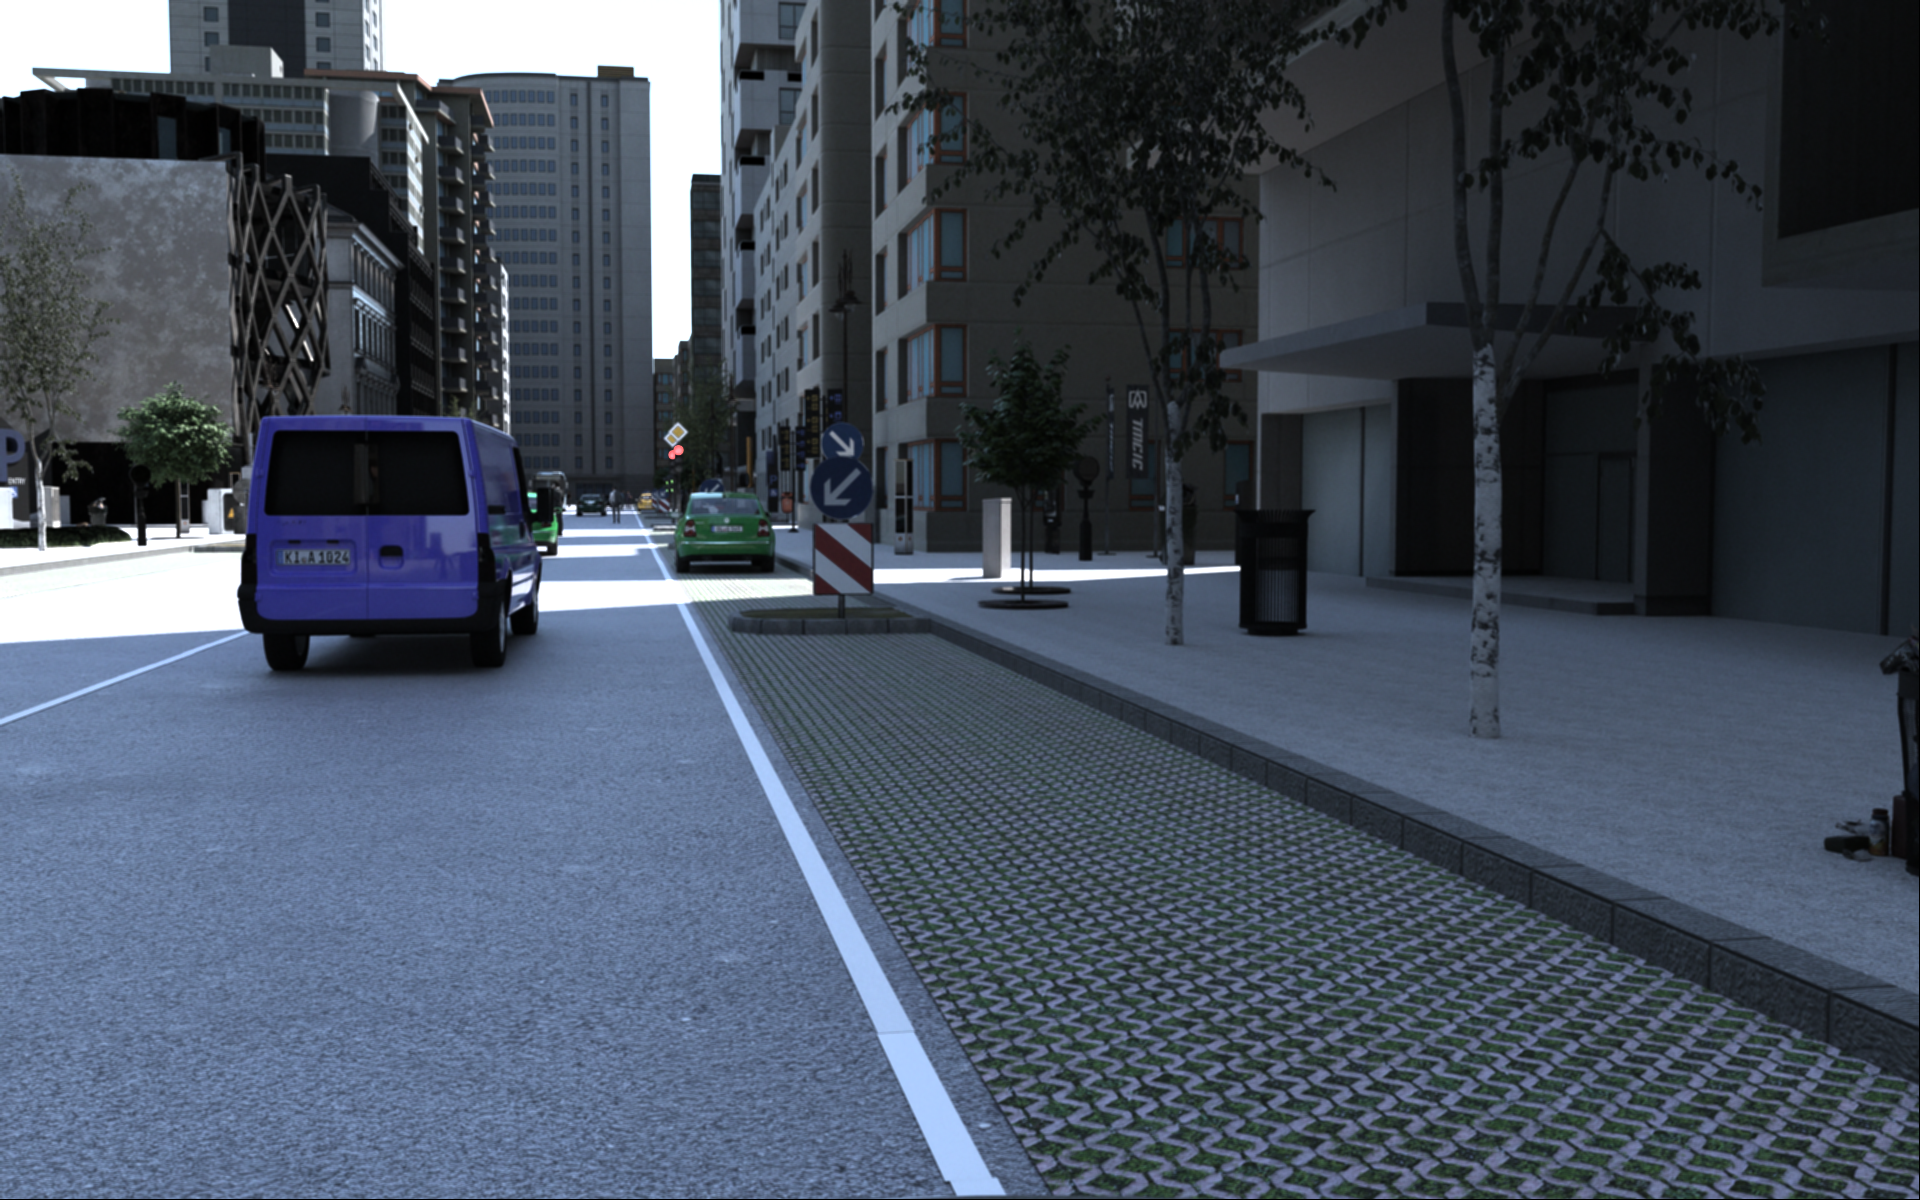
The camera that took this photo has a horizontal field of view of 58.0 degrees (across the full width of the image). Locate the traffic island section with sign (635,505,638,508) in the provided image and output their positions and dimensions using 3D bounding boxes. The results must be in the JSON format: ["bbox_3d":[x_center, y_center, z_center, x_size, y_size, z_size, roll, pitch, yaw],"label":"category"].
[{"bbox_3d":[-31.749,-10.192,175.268,1.989,1.847,2.006,-1,4,-11],"label":"traffic island section with sign"}]

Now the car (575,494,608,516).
[{"bbox_3d":[-24.071,-6.200,113.161,2.131,1.459,4.920,-1,4,-9],"label":"car"}]

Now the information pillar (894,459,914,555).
[{"bbox_3d":[-1.188,-1.968,36.676,0.304,2.012,0.304,2,4,29],"label":"information pillar"}]

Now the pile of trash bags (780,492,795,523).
[{"bbox_3d":[-8.968,-4.038,75.769,3.447,1.369,1.912,0,4,-6],"label":"pile of trash bags"}]

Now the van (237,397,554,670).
[{"bbox_3d":[-4.978,-0.701,15.849,2.240,2.365,5.245,-1,4,-9],"label":"van"}]

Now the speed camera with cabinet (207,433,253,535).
[{"bbox_3d":[-23.044,-3.732,55.352,0.660,3.252,2.038,2,4,25],"label":"speed camera with cabinet"}]

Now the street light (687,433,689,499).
[{"bbox_3d":[-18.233,-8.748,115.811,0.468,5.910,1.993,-1,4,-11],"label":"street light"}]

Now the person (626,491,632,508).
[{"bbox_3d":[-32.856,-9.983,172.166,0.568,1.767,0.683,2,4,27],"label":"person"}]

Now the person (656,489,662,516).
[{"bbox_3d":[-18.595,-6.018,107.468,0.480,1.755,0.524,0,4,3],"label":"person"}]

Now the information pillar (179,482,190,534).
[{"bbox_3d":[-25.204,-3.161,56.172,0.304,2.012,0.304,-3,5,-43],"label":"information pillar"}]

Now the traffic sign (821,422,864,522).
[{"bbox_3d":[-2.094,-1.877,30.787,0.768,2.556,0.104,-1,4,-9],"label":"traffic sign"}]

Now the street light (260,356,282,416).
[{"bbox_3d":[-23.089,-5.221,58.150,0.468,5.910,1.993,-1,4,-11],"label":"street light"}]

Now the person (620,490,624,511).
[{"bbox_3d":[-28.090,-8.265,143.974,0.444,1.785,0.601,1,4,17],"label":"person"}]

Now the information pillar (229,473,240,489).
[{"bbox_3d":[-24.908,-3.367,59.536,0.304,2.012,0.304,-2,4,-32],"label":"information pillar"}]

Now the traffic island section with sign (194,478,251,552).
[{"bbox_3d":[-17.887,-2.121,43.302,1.989,1.847,2.006,-1,4,-11],"label":"traffic island section with sign"}]

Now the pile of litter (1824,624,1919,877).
[{"bbox_3d":[3.620,0.497,5.847,1.176,0.858,1.719,1,4,16],"label":"pile of litter"}]

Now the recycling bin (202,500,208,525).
[{"bbox_3d":[-31.241,-3.659,72.385,0.722,1.027,0.722,-2,4,-32],"label":"recycling bin"}]

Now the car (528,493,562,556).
[{"bbox_3d":[-10.541,-1.999,41.473,1.959,1.807,4.718,-1,4,-13],"label":"car"}]

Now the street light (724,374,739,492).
[{"bbox_3d":[-8.812,-5.755,66.885,0.468,5.910,1.993,-1,4,-11],"label":"street light"}]

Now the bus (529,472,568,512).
[{"bbox_3d":[-33.403,-8.940,141.024,2.948,3.499,13.247,-1,4,-12],"label":"bus"}]

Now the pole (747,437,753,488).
[{"bbox_3d":[-7.493,-4.153,61.746,0.158,3.312,0.155,0,3,0],"label":"pole"}]

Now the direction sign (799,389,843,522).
[{"bbox_3d":[-2.935,-2.778,37.421,0.876,3.537,0.379,1,4,18],"label":"direction sign"}]

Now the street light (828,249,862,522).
[{"bbox_3d":[-2.169,-3.671,32.816,0.468,5.910,1.993,-1,4,-11],"label":"street light"}]

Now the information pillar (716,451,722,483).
[{"bbox_3d":[-12.921,-6.217,93.007,0.183,3.616,0.504,-3,4,-38],"label":"information pillar"}]

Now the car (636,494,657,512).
[{"bbox_3d":[-24.966,-7.862,138.767,2.015,1.641,3.980,-1,4,-11],"label":"car"}]

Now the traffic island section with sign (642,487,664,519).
[{"bbox_3d":[-17.191,-5.581,99.884,1.989,1.847,2.006,-1,4,-11],"label":"traffic island section with sign"}]

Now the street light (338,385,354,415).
[{"bbox_3d":[-26.101,-6.174,73.740,0.468,5.910,1.993,-1,4,-11],"label":"street light"}]

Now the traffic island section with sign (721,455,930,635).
[{"bbox_3d":[-1.455,-0.601,18.455,1.989,1.847,2.006,-1,4,-11],"label":"traffic island section with sign"}]

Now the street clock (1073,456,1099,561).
[{"bbox_3d":[2.420,-1.758,33.307,0.471,2.002,0.358,-2,4,-26],"label":"street clock"}]

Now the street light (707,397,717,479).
[{"bbox_3d":[-11.790,-6.714,82.562,0.468,5.910,1.993,-1,4,-11],"label":"street light"}]

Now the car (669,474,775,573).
[{"bbox_3d":[-4.510,-1.469,32.816,1.959,1.807,4.718,-1,4,-10],"label":"car"}]

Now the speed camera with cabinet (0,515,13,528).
[{"bbox_3d":[-25.954,-3.133,45.566,2.038,3.252,0.660,1,4,18],"label":"speed camera with cabinet"}]

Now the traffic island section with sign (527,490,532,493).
[{"bbox_3d":[-42.962,-10.061,173.119,1.989,1.847,2.006,-1,4,-11],"label":"traffic island section with sign"}]

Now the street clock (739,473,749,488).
[{"bbox_3d":[-7.475,-3.396,60.089,0.358,2.002,0.471,1,4,10],"label":"street clock"}]

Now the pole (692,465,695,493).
[{"bbox_3d":[-18.347,-7.680,119.404,0.158,3.312,0.155,0,3,0],"label":"pole"}]

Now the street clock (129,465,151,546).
[{"bbox_3d":[-20.152,-2.327,42.618,0.471,2.002,0.358,-2,4,-34],"label":"street clock"}]

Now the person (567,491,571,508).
[{"bbox_3d":[-41.134,-10.549,181.801,0.721,1.723,1.217,-2,4,-35],"label":"person"}]

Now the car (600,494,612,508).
[{"bbox_3d":[-37.614,-10.591,182.952,2.009,1.686,4.222,-1,4,-12],"label":"car"}]

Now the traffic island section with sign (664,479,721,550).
[{"bbox_3d":[-6.598,-2.231,45.109,1.989,1.847,2.006,-1,4,-11],"label":"traffic island section with sign"}]

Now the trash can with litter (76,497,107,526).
[{"bbox_3d":[-29.942,-2.950,59.617,1.055,1.170,0.624,0,4,-7],"label":"trash can with litter"}]

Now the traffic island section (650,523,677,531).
[{"bbox_3d":[-12.443,-3.246,75.353,2.009,0.180,2.903,-1,4,-11],"label":"traffic island section"}]

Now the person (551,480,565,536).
[{"bbox_3d":[-13.764,-3.130,59.044,0.474,1.900,0.648,0,4,-2],"label":"person"}]

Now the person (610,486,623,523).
[{"bbox_3d":[-16.948,-4.701,85.468,0.679,1.850,0.850,-1,4,-20],"label":"person"}]

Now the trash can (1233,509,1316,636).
[{"bbox_3d":[2.865,-0.255,15.831,0.748,1.137,0.748,0,3,0],"label":"trash can"}]

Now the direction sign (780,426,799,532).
[{"bbox_3d":[-5.591,-4.038,58.022,0.876,3.537,0.379,1,4,11],"label":"direction sign"}]
